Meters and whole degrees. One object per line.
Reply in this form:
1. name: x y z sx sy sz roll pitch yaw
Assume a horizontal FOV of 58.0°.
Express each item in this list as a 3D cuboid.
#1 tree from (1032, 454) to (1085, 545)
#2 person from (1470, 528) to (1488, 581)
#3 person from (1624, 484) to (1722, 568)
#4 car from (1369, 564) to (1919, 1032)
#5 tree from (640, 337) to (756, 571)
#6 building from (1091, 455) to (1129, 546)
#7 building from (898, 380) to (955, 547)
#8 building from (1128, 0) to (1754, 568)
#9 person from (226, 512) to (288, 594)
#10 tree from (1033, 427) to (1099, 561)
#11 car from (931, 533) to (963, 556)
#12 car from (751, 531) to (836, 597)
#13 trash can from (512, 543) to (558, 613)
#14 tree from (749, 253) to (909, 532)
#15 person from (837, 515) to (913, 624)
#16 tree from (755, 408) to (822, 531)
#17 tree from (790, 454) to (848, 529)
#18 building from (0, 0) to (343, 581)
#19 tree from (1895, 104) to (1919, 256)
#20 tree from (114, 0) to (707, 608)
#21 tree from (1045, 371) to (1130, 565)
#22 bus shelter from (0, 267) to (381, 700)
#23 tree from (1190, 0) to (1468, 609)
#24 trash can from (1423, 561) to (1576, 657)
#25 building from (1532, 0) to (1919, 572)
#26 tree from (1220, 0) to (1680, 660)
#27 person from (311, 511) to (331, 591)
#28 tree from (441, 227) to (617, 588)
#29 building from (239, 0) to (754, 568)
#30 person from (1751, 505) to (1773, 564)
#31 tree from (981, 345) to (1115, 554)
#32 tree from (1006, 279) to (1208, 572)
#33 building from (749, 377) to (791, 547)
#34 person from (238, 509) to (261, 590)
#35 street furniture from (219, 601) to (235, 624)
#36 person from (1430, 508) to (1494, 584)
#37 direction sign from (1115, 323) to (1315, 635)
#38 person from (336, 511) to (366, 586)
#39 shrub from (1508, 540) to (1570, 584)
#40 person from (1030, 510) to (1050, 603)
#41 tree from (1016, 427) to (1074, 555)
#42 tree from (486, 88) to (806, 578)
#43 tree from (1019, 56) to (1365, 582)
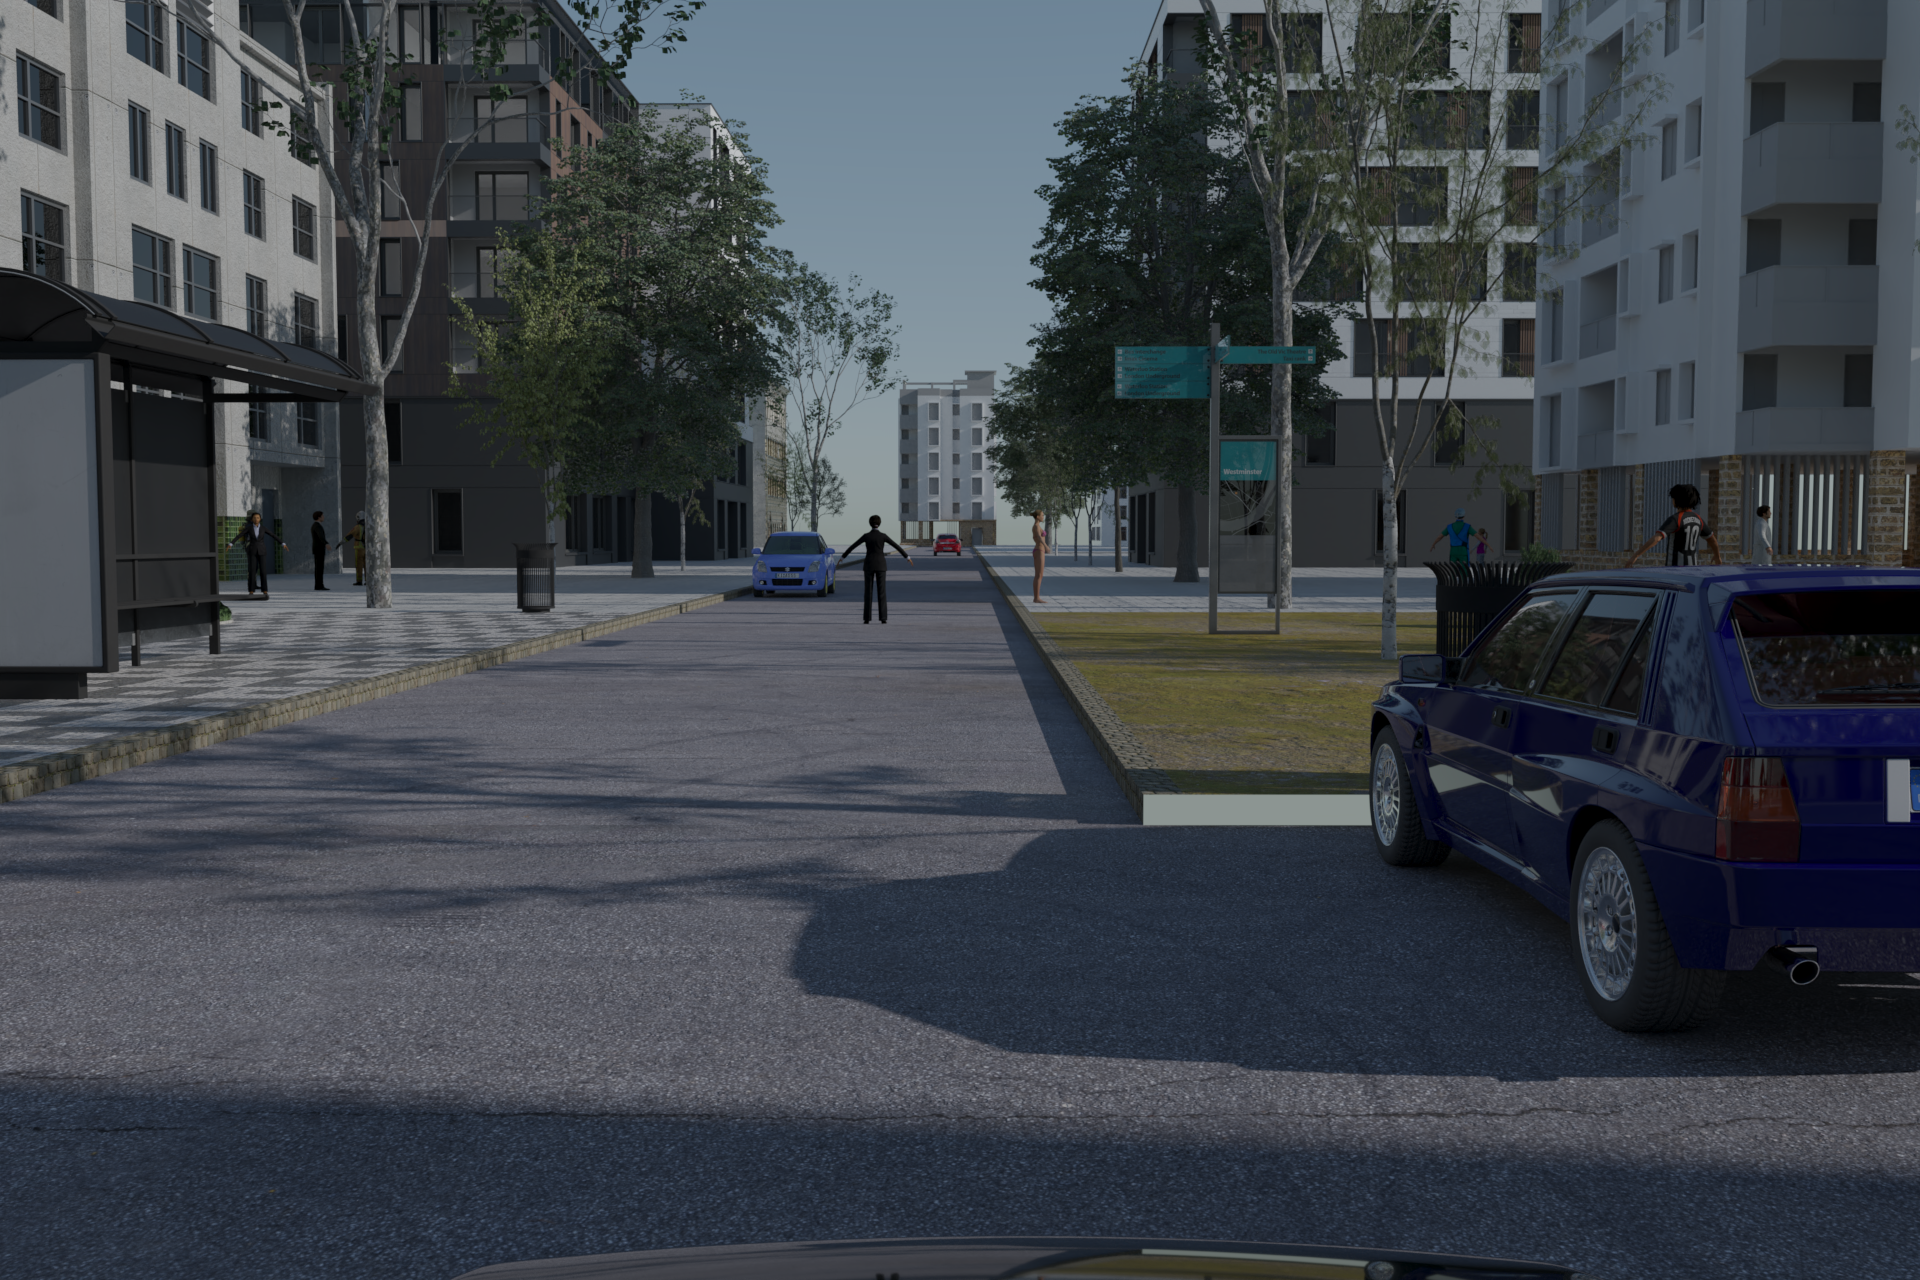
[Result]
1. tree: 11.278 -17.107 205.454 9.928 11.665 9.643 0 3 0
2. person: 13.301 -2.150 44.426 0.599 1.433 0.991 3 4 39
3. person: 7.820 -0.777 18.840 1.345 1.843 0.704 -2 4 -23
4. car: 2.707 0.382 6.334 1.945 1.354 3.894 0 4 -1
5. tree: -9.865 -6.708 60.033 4.360 8.622 3.978 0 3 0
6. building: 19.359 -14.724 182.881 9.099 9.664 28.070 0 4 0
7. building: -6.886 -21.121 204.199 11.380 20.090 16.016 0 4 -3
8. building: 21.676 -14.536 81.644 27.936 21.610 32.646 0 3 0
9. person: -14.764 -1.815 36.393 1.216 1.740 0.721 -2 4 -25
10. tree: 5.436 -8.001 81.175 4.360 8.622 3.978 0 3 0
11. car: -0.854 -6.397 113.623 2.155 1.783 4.494 0 4 -1
12. car: -3.856 -1.890 40.491 1.945 1.707 3.694 0 3 0
13. trash can: -6.967 -1.026 28.433 0.748 1.137 0.748 0 3 0
14. tree: -9.524 -15.836 114.804 12.611 20.169 13.585 0 3 0
15. person: -1.356 -1.130 27.646 1.216 1.740 0.721 0 4 -3
16. tree: -9.678 -9.205 100.868 4.360 8.622 3.978 0 3 0
17. tree: -16.365 -16.265 200.340 7.601 10.594 8.767 0 4 5
18. building: -28.090 -10.582 39.467 16.747 18.905 31.486 0 4 -1
19. tree: 12.661 -4.230 19.519 4.360 8.622 3.978 0 3 0
20. tree: -10.260 -10.527 28.013 12.611 20.169 13.585 0 3 0
21. tree: 5.371 -7.377 70.983 4.360 8.622 3.978 0 3 0
22. bus shelter: -7.290 -1.344 15.901 2.014 3.302 5.546 0 4 1
23. tree: 6.686 -10.550 28.386 12.611 20.169 13.585 0 3 0
24. trash can: 2.749 0.170 8.875 0.748 1.137 0.748 0 3 0
25. building: 21.075 -11.606 46.172 16.016 20.090 11.380 0 4 0
26. tree: 4.301 -4.119 17.713 4.360 8.622 3.978 0 3 0
27. person: -14.564 -2.034 39.441 0.705 1.806 1.347 -2 4 -31
28. tree: -9.907 -5.542 40.978 4.737 8.622 4.395 0 3 0
29. building: -25.736 -14.469 80.541 27.936 21.610 32.646 0 4 1
30. person: 14.739 -1.563 31.734 0.705 1.806 1.347 2 4 23
31. tree: 5.677 -12.593 112.557 9.857 13.997 8.962 0 3 0
32. tree: 5.038 -7.559 57.998 7.601 10.594 8.767 -1 4 -22
33. building: -27.662 -20.987 174.067 19.493 23.208 18.063 0 4 0
34. person: -16.373 -2.102 40.152 0.705 1.856 1.354 -2 4 -30
35. street furniture: -13.900 -0.460 23.145 5.734 0.657 10.072 1 4 18
36. person: 10.332 -1.814 35.781 1.347 1.817 0.704 3 4 37
37. direction sign: 3.223 -2.001 21.486 2.525 3.948 1.411 0 4 1
38. person: -14.883 -2.283 43.089 0.705 1.858 1.354 3 4 36
39. shrub: 7.965 -0.778 23.842 1.383 1.207 1.383 0 3 0
40. person: 1.541 -1.559 32.286 0.721 1.733 1.217 0 4 -5
41. tree: 5.989 -9.372 103.592 4.360 8.622 3.978 0 3 0
42. tree: -9.425 -8.807 50.651 9.857 13.997 8.962 0 3 0
43. tree: 6.017 -8.518 45.930 9.857 13.997 8.962 0 3 0
